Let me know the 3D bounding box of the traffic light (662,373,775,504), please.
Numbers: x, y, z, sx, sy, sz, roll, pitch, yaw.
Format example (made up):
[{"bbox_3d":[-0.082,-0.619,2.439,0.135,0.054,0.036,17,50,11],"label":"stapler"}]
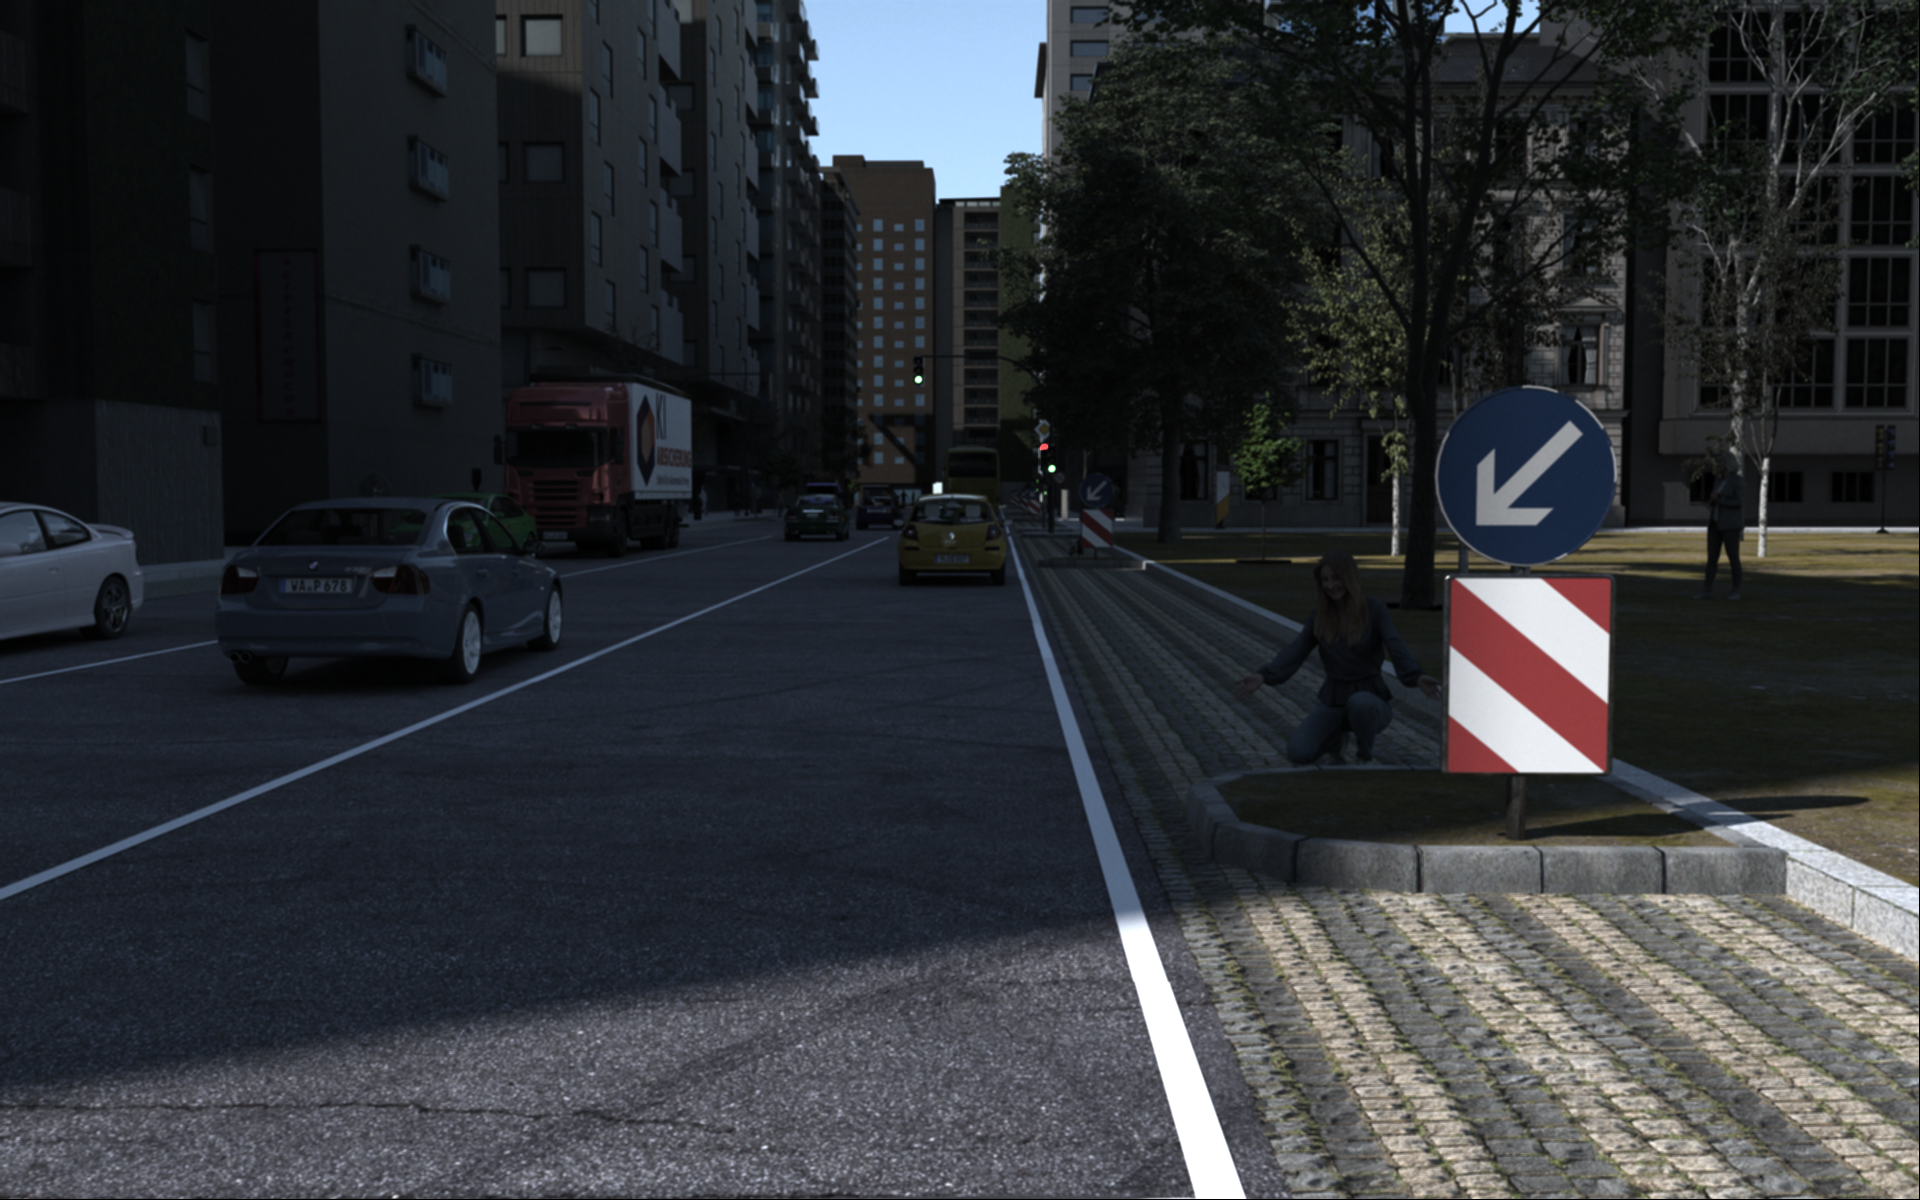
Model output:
[{"bbox_3d":[-9.332,-5.524,64.981,4.771,5.953,1.251,0,4,1],"label":"traffic light"}]

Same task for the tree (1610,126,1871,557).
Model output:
[{"bbox_3d":[16.281,-5.192,35.257,4.360,8.622,3.978,0,3,0],"label":"tree"}]

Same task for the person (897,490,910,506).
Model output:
[{"bbox_3d":[-5.991,-10.740,183.722,1.348,1.869,0.705,0,4,6],"label":"person"}]

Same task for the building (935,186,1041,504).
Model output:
[{"bbox_3d":[3.675,-33.543,232.021,14.086,41.232,14.154,0,4,1],"label":"building"}]

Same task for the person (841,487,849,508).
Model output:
[{"bbox_3d":[-7.470,-6.292,110.731,0.648,1.900,0.474,-1,4,-22],"label":"person"}]

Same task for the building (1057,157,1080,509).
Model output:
[{"bbox_3d":[15.471,-23.199,150.997,14.160,30.474,14.107,0,4,1],"label":"building"}]

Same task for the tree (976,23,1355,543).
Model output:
[{"bbox_3d":[5.472,-8.502,45.663,9.857,13.997,8.962,0,3,0],"label":"tree"}]

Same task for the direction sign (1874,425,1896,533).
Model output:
[{"bbox_3d":[30.382,-3.972,56.938,0.876,3.537,0.379,-1,4,-22],"label":"direction sign"}]

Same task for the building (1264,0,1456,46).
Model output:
[{"bbox_3d":[52.090,-56.247,232.305,31.000,86.520,22.319,0,4,1],"label":"building"}]

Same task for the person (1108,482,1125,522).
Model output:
[{"bbox_3d":[7.354,-4.581,80.906,0.822,1.834,0.622,1,4,20],"label":"person"}]

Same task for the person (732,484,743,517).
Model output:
[{"bbox_3d":[-12.714,-5.696,98.958,0.659,1.850,0.755,0,4,-6],"label":"person"}]

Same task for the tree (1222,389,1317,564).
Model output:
[{"bbox_3d":[5.650,-2.295,32.126,1.663,3.219,1.824,0,3,0],"label":"tree"}]

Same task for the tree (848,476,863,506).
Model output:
[{"bbox_3d":[-11.107,-11.607,184.377,1.663,3.219,1.824,0,3,0],"label":"tree"}]

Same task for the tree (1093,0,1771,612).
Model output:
[{"bbox_3d":[5.164,-5.696,18.883,9.928,11.665,9.643,0,3,0],"label":"tree"}]

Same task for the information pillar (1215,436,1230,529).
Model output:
[{"bbox_3d":[9.653,-4.424,63.683,0.504,3.616,0.183,-1,4,-12],"label":"information pillar"}]

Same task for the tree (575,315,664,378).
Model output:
[{"bbox_3d":[-14.061,-7.374,70.921,4.360,8.622,3.978,0,3,0],"label":"tree"}]

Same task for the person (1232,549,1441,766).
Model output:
[{"bbox_3d":[1.993,0.322,8.728,1.012,1.151,0.738,3,4,36],"label":"person"}]

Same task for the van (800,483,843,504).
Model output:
[{"bbox_3d":[-7.422,-5.462,93.694,2.240,2.365,5.245,0,4,-1],"label":"van"}]

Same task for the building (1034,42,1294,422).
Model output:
[{"bbox_3d":[23.151,-37.312,199.297,28.713,52.752,27.495,0,4,1],"label":"building"}]

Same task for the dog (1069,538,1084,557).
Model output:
[{"bbox_3d":[2.433,-1.038,36.252,0.406,0.507,0.540,0,4,-7],"label":"dog"}]

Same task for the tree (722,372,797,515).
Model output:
[{"bbox_3d":[-12.386,-9.484,105.420,4.360,8.622,3.978,0,3,0],"label":"tree"}]

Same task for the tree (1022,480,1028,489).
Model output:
[{"bbox_3d":[8.652,-13.629,217.432,1.663,3.219,1.824,0,3,0],"label":"tree"}]

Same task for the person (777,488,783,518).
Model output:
[{"bbox_3d":[-10.730,-5.803,103.381,0.388,1.821,0.555,-3,5,-42],"label":"person"}]

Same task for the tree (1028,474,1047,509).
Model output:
[{"bbox_3d":[7.320,-9.701,153.216,1.663,3.219,1.824,0,3,0],"label":"tree"}]

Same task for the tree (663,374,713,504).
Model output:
[{"bbox_3d":[-17.530,-9.583,107.051,4.737,8.622,4.395,0,3,0],"label":"tree"}]

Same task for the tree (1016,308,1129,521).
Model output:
[{"bbox_3d":[6.165,-9.042,82.244,7.601,10.594,8.767,0,4,3],"label":"tree"}]

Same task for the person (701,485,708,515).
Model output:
[{"bbox_3d":[-15.465,-6.001,104.034,0.818,1.842,0.514,-2,4,-29],"label":"person"}]

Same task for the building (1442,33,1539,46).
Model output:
[{"bbox_3d":[63.790,-37.302,199.119,27.495,52.752,28.713,0,4,1],"label":"building"}]

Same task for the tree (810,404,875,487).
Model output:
[{"bbox_3d":[-11.943,-14.874,177.608,8.767,10.594,7.601,3,5,41],"label":"tree"}]

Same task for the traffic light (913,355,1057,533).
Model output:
[{"bbox_3d":[0.874,-5.013,56.622,4.771,5.953,1.251,0,4,1],"label":"traffic light"}]

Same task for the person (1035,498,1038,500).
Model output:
[{"bbox_3d":[7.345,-9.860,168.075,0.721,1.723,1.217,-1,4,-16],"label":"person"}]

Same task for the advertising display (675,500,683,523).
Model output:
[{"bbox_3d":[-12.678,-4.461,78.147,0.123,1.923,0.974,0,4,6],"label":"advertising display"}]

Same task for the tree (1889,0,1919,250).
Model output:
[{"bbox_3d":[18.861,-7.307,26.131,9.857,13.997,8.962,0,3,0],"label":"tree"}]

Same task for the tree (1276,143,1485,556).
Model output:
[{"bbox_3d":[8.792,-5.213,35.590,4.737,8.622,4.395,0,3,0],"label":"tree"}]

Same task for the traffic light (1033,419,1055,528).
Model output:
[{"bbox_3d":[3.133,-4.635,64.704,0.839,4.253,0.868,0,4,1],"label":"traffic light"}]

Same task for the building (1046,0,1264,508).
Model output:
[{"bbox_3d":[19.015,-38.483,171.193,21.231,58.520,28.212,0,4,1],"label":"building"}]

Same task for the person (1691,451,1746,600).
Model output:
[{"bbox_3d":[9.252,-0.903,20.998,0.526,1.800,0.537,-1,4,-10],"label":"person"}]

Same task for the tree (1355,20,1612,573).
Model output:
[{"bbox_3d":[8.238,-4.716,27.472,4.360,8.622,3.978,0,3,0],"label":"tree"}]

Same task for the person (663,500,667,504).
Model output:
[{"bbox_3d":[-14.473,-4.525,84.707,0.352,1.250,0.332,2,4,23],"label":"person"}]

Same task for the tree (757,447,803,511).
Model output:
[{"bbox_3d":[-12.572,-8.431,121.566,4.285,4.588,4.351,0,3,0],"label":"tree"}]

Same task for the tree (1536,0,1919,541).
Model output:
[{"bbox_3d":[22.569,-11.655,46.450,12.611,20.169,13.585,0,3,0],"label":"tree"}]

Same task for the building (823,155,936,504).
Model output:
[{"bbox_3d":[-10.475,-35.571,231.690,14.200,45.320,14.600,0,4,1],"label":"building"}]

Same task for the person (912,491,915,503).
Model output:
[{"bbox_3d":[-4.661,-9.829,170.001,0.445,1.727,0.742,-2,4,-30],"label":"person"}]
